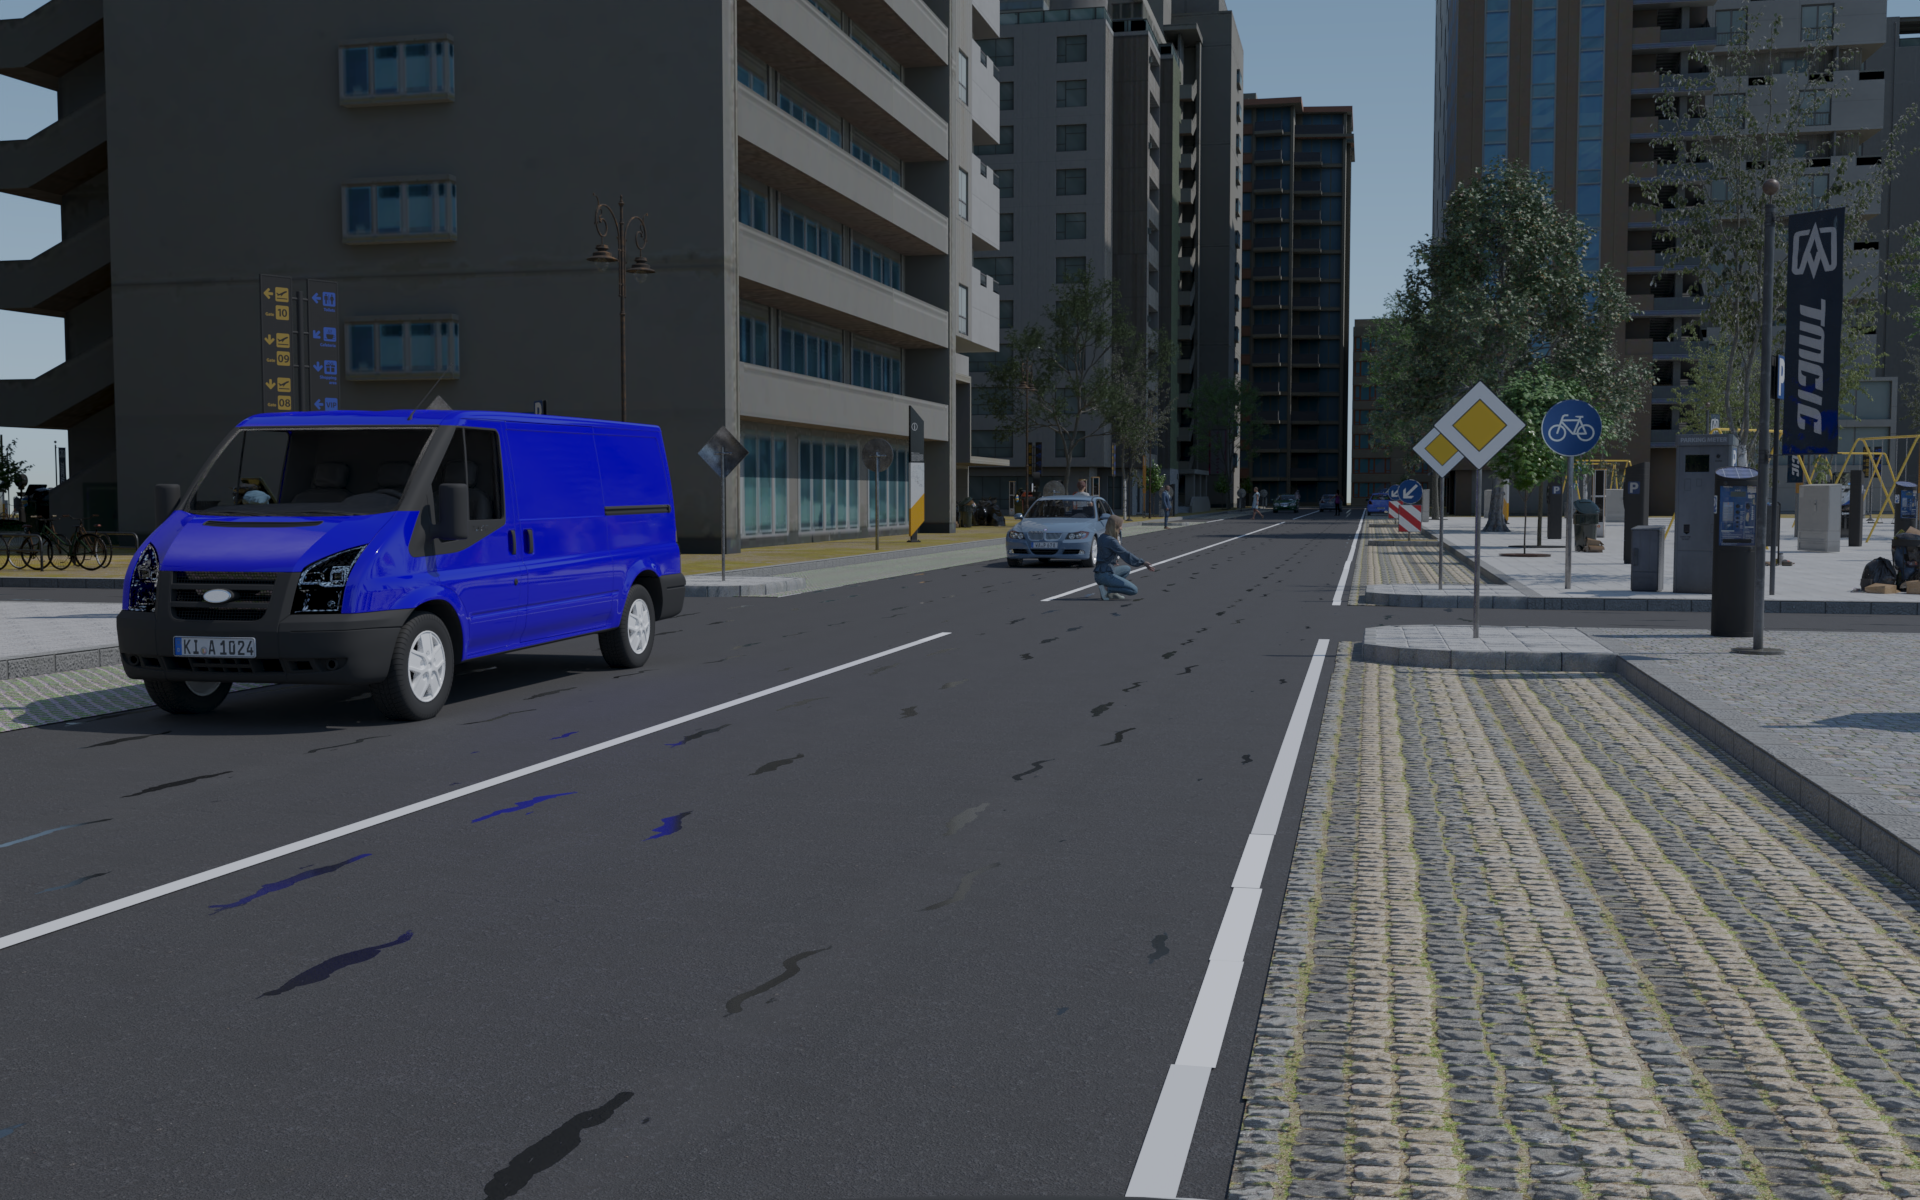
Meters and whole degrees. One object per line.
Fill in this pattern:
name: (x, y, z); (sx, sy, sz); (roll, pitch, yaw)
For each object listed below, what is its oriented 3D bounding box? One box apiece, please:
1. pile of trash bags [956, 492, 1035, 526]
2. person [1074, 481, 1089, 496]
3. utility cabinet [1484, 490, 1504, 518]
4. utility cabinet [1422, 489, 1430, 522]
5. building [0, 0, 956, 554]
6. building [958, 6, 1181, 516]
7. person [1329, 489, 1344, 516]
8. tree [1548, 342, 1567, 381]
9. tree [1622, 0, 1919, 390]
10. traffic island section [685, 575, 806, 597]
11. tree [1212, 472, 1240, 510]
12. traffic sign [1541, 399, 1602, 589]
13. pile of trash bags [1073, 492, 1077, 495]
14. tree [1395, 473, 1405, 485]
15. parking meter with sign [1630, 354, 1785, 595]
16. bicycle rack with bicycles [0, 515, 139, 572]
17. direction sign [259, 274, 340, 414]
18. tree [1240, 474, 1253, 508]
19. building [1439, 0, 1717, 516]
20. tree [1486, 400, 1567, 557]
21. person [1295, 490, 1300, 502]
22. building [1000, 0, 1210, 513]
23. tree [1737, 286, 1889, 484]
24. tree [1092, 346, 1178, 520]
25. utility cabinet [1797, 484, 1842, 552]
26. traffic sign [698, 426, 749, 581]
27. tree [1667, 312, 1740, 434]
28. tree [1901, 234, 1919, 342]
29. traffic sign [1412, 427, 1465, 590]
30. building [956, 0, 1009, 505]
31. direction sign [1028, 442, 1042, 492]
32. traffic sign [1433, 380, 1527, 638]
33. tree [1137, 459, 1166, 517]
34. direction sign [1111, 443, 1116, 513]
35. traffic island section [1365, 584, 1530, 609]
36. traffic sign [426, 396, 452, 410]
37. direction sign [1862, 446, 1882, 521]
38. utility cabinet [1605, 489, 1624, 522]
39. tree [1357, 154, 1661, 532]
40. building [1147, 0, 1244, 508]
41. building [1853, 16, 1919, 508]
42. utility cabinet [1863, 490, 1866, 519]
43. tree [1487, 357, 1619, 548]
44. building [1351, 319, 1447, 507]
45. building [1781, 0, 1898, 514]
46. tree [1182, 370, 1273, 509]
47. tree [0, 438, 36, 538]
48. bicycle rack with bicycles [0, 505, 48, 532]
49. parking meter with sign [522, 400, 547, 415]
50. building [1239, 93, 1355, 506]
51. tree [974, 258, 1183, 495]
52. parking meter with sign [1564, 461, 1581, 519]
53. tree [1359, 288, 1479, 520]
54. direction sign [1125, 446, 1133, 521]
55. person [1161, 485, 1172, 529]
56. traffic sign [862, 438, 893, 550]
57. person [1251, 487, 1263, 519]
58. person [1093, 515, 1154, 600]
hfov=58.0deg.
pile of trash bags: (1.346, -3.650, 69.434); (3.447, 1.369, 1.912); (0, 4, -7)
person: (3.027, -2.038, 42.388); (0.480, 1.755, 0.524); (1, 4, 17)
utility cabinet: (28.092, -5.031, 90.934); (0.318, 1.500, 1.173); (-3, 4, -36)
utility cabinet: (21.285, -4.316, 79.241); (0.318, 1.500, 1.173); (1, 4, 13)
building: (-12.918, -25.952, 48.025); (21.300, 48.544, 21.600); (1, 4, 13)
building: (5.885, -20.543, 107.586); (14.160, 30.474, 14.107); (1, 4, 13)
person: (24.983, -6.463, 114.853); (1.217, 1.739, 0.721); (-2, 4, -28)
tree: (24.221, -7.112, 66.649); (4.360, 8.622, 3.978); (0, 3, 0)
tree: (12.185, -4.644, 26.299); (4.360, 8.622, 3.978); (0, 3, 0)
traffic island section: (-3.511, -0.200, 25.558); (2.009, 0.180, 2.903); (1, 4, 13)
tree: (21.119, -8.807, 138.596); (1.663, 3.219, 1.824); (0, 3, 0)
traffic sign: (8.219, -1.421, 23.343); (0.768, 2.556, 0.104); (1, 4, 16)
pile of trash bags: (4.678, -4.505, 83.401); (1.912, 1.369, 3.447); (-3, 5, -43)
tree: (39.502, -9.723, 153.577); (1.663, 3.219, 1.824); (0, 3, 0)
parking meter with sign: (9.625, -1.596, 22.362); (1.738, 3.016, 0.543); (2, 4, 34)
bicycle rack with bicycles: (-15.462, -0.995, 29.644); (2.925, 0.926, 2.852); (2, 4, 30)
direction sign: (-6.922, -1.605, 18.243); (0.379, 3.537, 0.876); (3, 4, 38)
tree: (27.351, -10.391, 164.494); (1.663, 3.219, 1.824); (0, 3, 0)
building: (37.178, -27.875, 105.871); (14.600, 45.320, 14.200); (1, 4, 13)
tree: (11.512, -2.509, 35.627); (1.663, 3.219, 1.824); (0, 3, 0)
person: (26.728, -7.832, 137.228); (0.551, 1.740, 0.621); (3, 5, 42)
building: (1.815, -26.661, 127.786); (32.217, 40.220, 23.993); (1, 4, 13)
tree: (29.472, -6.667, 59.366); (4.737, 8.622, 4.395); (0, 3, 0)
tree: (8.387, -8.265, 85.499); (4.360, 8.622, 3.978); (0, 3, 0)
utility cabinet: (18.979, -1.810, 38.276); (0.318, 1.500, 1.173); (0, 4, -4)
traffic sign: (-3.486, -1.336, 25.490); (0.795, 2.450, 0.064); (1, 4, 13)
tree: (30.896, -7.371, 70.885); (4.737, 8.622, 4.395); (0, 3, 0)
tree: (31.803, -7.667, 51.103); (9.928, 11.665, 9.643); (0, 3, 0)
traffic sign: (6.430, -1.192, 23.131); (0.795, 2.450, 0.064); (1, 4, 13)
building: (-13.471, -30.102, 81.408); (28.713, 52.752, 27.495); (1, 4, 13)
direction sign: (3.231, -5.119, 75.690); (0.876, 3.537, 0.379); (3, 5, 41)
traffic sign: (4.591, -0.717, 15.360); (0.795, 2.450, 0.064); (1, 4, 13)
tree: (10.584, -6.189, 95.796); (1.663, 3.219, 1.824); (0, 3, 0)
direction sign: (6.780, -5.173, 76.577); (0.379, 3.537, 0.876); (1, 4, 15)
traffic island section: (6.455, -0.056, 23.203); (2.009, 0.180, 2.903); (1, 4, 13)
traffic sign: (-5.326, -0.861, 17.719); (0.795, 2.450, 0.064); (1, 4, 13)
direction sign: (43.526, -5.548, 82.709); (0.379, 3.537, 0.876); (-3, 4, -38)
utility cabinet: (29.420, -4.192, 77.219); (1.173, 1.500, 0.318); (1, 4, 19)
tree: (18.426, -8.672, 58.790); (9.611, 12.733, 9.660); (0, 3, 0)
building: (15.391, -33.084, 164.631); (21.600, 48.544, 21.300); (1, 4, 13)
building: (81.561, -28.640, 151.852); (14.086, 41.232, 14.154); (1, 4, 13)
utility cabinet: (46.084, -4.939, 89.425); (1.173, 1.500, 0.318); (1, 4, 20)
tree: (13.991, -3.537, 41.541); (4.285, 4.588, 4.351); (0, 3, 0)
building: (57.772, -21.047, 189.159); (28.899, 21.520, 27.650); (1, 4, 13)
building: (48.597, -32.727, 124.333); (28.713, 52.752, 27.495); (1, 4, 13)
tree: (22.517, -13.417, 145.124); (9.928, 11.665, 9.643); (0, 3, 0)
tree: (-28.660, -3.474, 51.403); (1.663, 3.219, 1.824); (0, 3, 0)
bicycle rack with bicycles: (-36.031, -3.117, 64.346); (2.852, 0.926, 2.925); (-1, 4, -10)
parking meter with sign: (-8.531, -2.182, 31.942); (1.738, 3.016, 0.543); (-2, 4, -30)
building: (28.910, -32.919, 192.851); (28.867, 44.769, 22.147); (1, 4, 13)
tree: (4.325, -8.228, 68.935); (8.767, 10.594, 7.601); (-2, 4, -35)
parking meter with sign: (32.083, -5.765, 90.522); (0.543, 3.016, 1.738); (0, 4, -2)
tree: (23.544, -9.773, 85.550); (9.928, 11.665, 9.643); (0, 3, 0)
direction sign: (8.011, -5.501, 81.939); (0.379, 3.537, 0.876); (0, 4, 3)
person: (8.443, -3.800, 70.813); (0.419, 1.800, 0.721); (1, 4, 18)
traffic sign: (-1.899, -2.414, 39.574); (0.768, 2.556, 0.104); (1, 4, 18)
person: (16.643, -5.414, 97.107); (0.778, 1.811, 0.616); (1, 4, 17)
person: (2.153, -0.588, 23.619); (0.738, 1.151, 1.012); (-1, 4, -11)
